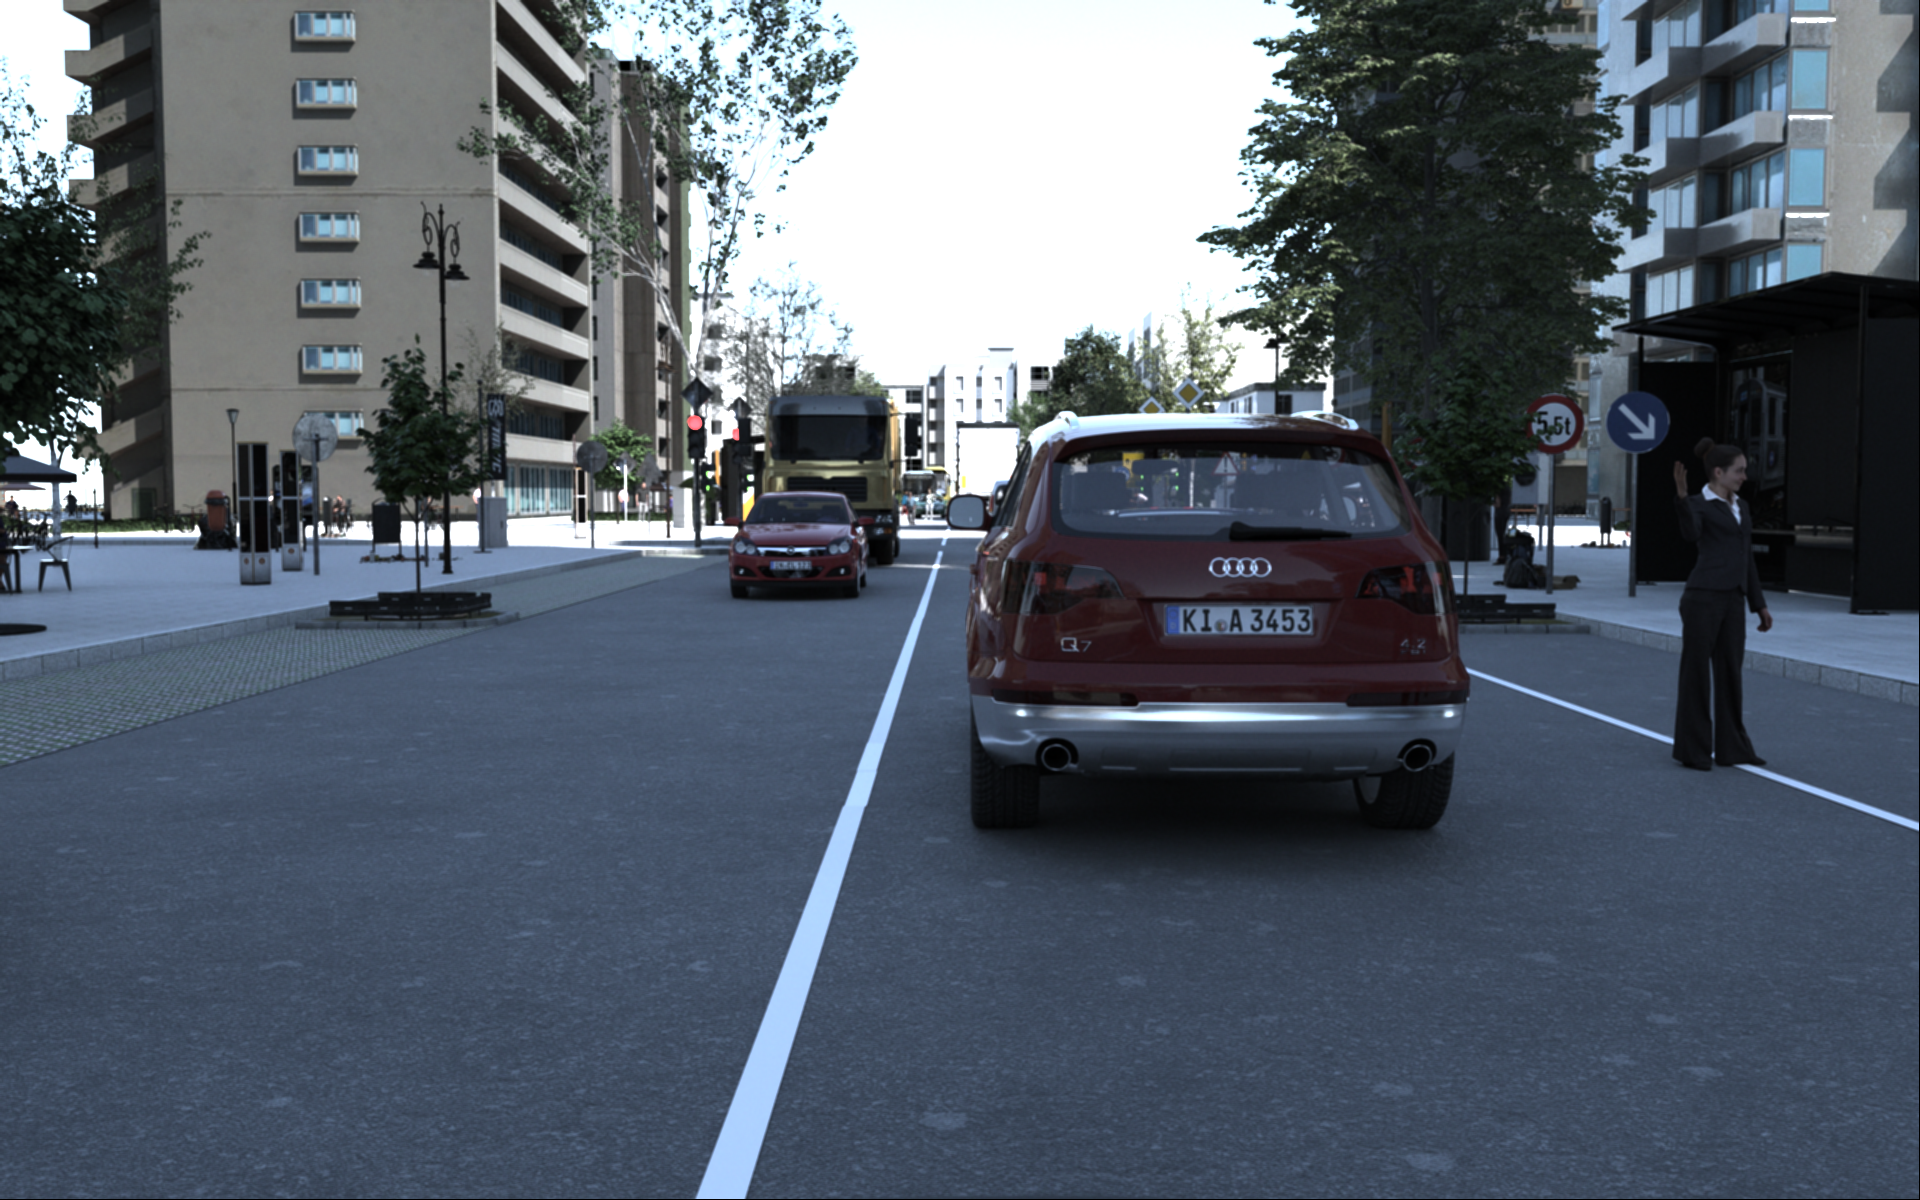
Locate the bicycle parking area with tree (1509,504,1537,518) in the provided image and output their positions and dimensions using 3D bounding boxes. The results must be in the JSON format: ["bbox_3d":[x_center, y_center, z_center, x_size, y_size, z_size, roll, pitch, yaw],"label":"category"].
[{"bbox_3d":[26.807,-6.683,96.277,9.016,4.147,8.231,0,4,-2],"label":"bicycle parking area with tree"}]

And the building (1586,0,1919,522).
[{"bbox_3d":[42.711,-27.643,71.572,30.456,49.044,23.786,0,3,0],"label":"building"}]

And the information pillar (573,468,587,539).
[{"bbox_3d":[-10.768,-2.728,49.087,0.304,2.012,0.304,-2,4,-31],"label":"information pillar"}]

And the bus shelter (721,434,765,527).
[{"bbox_3d":[-8.576,-4.899,71.379,1.731,3.624,6.357,0,4,0],"label":"bus shelter"}]

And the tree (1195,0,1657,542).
[{"bbox_3d":[7.943,-6.840,29.963,7.486,12.596,7.792,0,3,0],"label":"tree"}]

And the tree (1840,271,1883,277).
[{"bbox_3d":[29.789,-6.502,56.662,4.360,8.622,3.978,0,3,0],"label":"tree"}]

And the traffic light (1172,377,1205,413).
[{"bbox_3d":[5.449,-3.222,41.595,0.839,4.253,0.868,0,3,0],"label":"traffic light"}]

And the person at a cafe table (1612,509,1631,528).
[{"bbox_3d":[25.400,-3.305,64.899,1.698,1.238,1.726,-1,4,-17],"label":"person at a cafe table"}]

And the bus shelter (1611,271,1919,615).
[{"bbox_3d":[10.034,-1.843,21.416,1.731,3.624,6.357,0,3,0],"label":"bus shelter"}]

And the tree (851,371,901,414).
[{"bbox_3d":[-8.831,-14.777,159.738,7.486,12.596,7.792,0,3,0],"label":"tree"}]

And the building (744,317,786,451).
[{"bbox_3d":[-35.227,-19.283,181.736,31.486,18.905,16.747,0,3,0],"label":"building"}]

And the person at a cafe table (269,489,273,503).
[{"bbox_3d":[-31.577,-4.302,78.857,1.622,1.524,1.698,0,4,-1],"label":"person at a cafe table"}]

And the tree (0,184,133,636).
[{"bbox_3d":[-9.253,-1.963,15.811,4.285,4.588,4.351,0,3,0],"label":"tree"}]

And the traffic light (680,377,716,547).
[{"bbox_3d":[-6.292,-3.221,41.582,0.839,4.253,0.868,0,3,0],"label":"traffic light"}]

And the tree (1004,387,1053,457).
[{"bbox_3d":[8.245,-14.798,167.702,9.928,11.665,9.643,0,3,0],"label":"tree"}]

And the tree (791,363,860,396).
[{"bbox_3d":[-9.208,-11.280,118.834,7.601,10.594,8.767,-2,4,-25],"label":"tree"}]

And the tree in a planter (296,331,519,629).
[{"bbox_3d":[-6.008,-1.339,19.114,1.991,3.239,1.994,0,3,0],"label":"tree in a planter"}]

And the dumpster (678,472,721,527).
[{"bbox_3d":[-10.402,-4.071,69.059,1.502,2.255,1.985,0,3,0],"label":"dumpster"}]

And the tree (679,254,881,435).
[{"bbox_3d":[-9.181,-10.932,89.114,12.009,13.543,11.850,0,3,0],"label":"tree"}]

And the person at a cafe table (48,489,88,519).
[{"bbox_3d":[-46.412,-4.999,90.247,1.698,1.524,1.622,-3,4,-38],"label":"person at a cafe table"}]

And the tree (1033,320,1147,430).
[{"bbox_3d":[8.817,-12.051,114.043,9.611,12.733,9.660,0,3,0],"label":"tree"}]

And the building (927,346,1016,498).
[{"bbox_3d":[1.438,-22.747,228.332,11.380,20.091,16.016,0,3,0],"label":"building"}]

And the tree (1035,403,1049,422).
[{"bbox_3d":[7.660,-11.473,137.948,4.360,8.622,3.978,0,3,0],"label":"tree"}]

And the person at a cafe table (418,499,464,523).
[{"bbox_3d":[-23.414,-4.070,77.403,1.726,1.238,1.698,1,4,19],"label":"person at a cafe table"}]

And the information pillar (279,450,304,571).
[{"bbox_3d":[-11.149,-1.492,28.892,0.304,2.012,0.304,-1,4,-12],"label":"information pillar"}]

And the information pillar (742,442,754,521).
[{"bbox_3d":[-8.231,-4.634,67.124,0.504,3.616,0.183,-3,5,-44],"label":"information pillar"}]

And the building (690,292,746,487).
[{"bbox_3d":[-27.823,-18.559,159.855,16.016,20.091,11.380,0,3,0],"label":"building"}]

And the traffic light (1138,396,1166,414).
[{"bbox_3d":[5.450,-3.710,49.580,0.839,4.253,0.868,0,3,0],"label":"traffic light"}]

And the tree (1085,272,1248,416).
[{"bbox_3d":[7.479,-6.550,57.458,4.737,8.622,4.395,0,3,0],"label":"tree"}]

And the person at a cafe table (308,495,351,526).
[{"bbox_3d":[-25.586,-3.629,70.201,1.726,1.238,1.698,-3,5,-41],"label":"person at a cafe table"}]

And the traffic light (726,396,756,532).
[{"bbox_3d":[-6.291,-3.709,49.567,0.839,4.253,0.868,0,3,0],"label":"traffic light"}]

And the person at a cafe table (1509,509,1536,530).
[{"bbox_3d":[19.431,-3.132,62.062,1.726,1.238,1.698,0,4,-8],"label":"person at a cafe table"}]

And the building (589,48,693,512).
[{"bbox_3d":[-26.007,-21.063,116.081,14.160,30.474,14.107,0,3,0],"label":"building"}]

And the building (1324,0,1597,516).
[{"bbox_3d":[37.879,-25.716,112.343,32.217,40.220,23.993,0,3,0],"label":"building"}]

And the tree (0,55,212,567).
[{"bbox_3d":[-15.580,-4.880,30.158,4.737,8.622,4.395,0,3,0],"label":"tree"}]

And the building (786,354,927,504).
[{"bbox_3d":[-19.995,-22.067,227.259,31.486,18.905,16.747,0,3,0],"label":"building"}]

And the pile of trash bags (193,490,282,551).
[{"bbox_3d":[-16.893,-1.868,40.289,1.912,1.369,3.447,-1,4,-10],"label":"pile of trash bags"}]

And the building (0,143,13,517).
[{"bbox_3d":[-61.542,-13.864,71.713,28.899,21.520,27.650,0,3,0],"label":"building"}]

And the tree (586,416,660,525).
[{"bbox_3d":[-14.352,-5.461,72.993,4.285,4.588,4.351,0,3,0],"label":"tree"}]

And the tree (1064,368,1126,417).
[{"bbox_3d":[7.963,-9.111,99.321,4.360,8.622,3.978,0,3,0],"label":"tree"}]

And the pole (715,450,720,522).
[{"bbox_3d":[-11.278,-5.292,80.372,0.158,3.312,0.155,0,3,0],"label":"pole"}]

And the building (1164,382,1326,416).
[{"bbox_3d":[22.959,-12.363,144.275,9.099,9.664,28.070,0,3,0],"label":"building"}]

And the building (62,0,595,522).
[{"bbox_3d":[-31.959,-28.464,89.083,21.300,48.544,21.600,0,3,0],"label":"building"}]

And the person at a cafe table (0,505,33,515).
[{"bbox_3d":[-45.457,-4.376,82.405,1.726,1.238,1.698,1,4,17],"label":"person at a cafe table"}]

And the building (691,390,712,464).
[{"bbox_3d":[-24.602,-12.131,140.486,9.099,9.664,28.070,0,3,0],"label":"building"}]

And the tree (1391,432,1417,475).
[{"bbox_3d":[21.460,-5.999,81.798,4.285,4.588,4.351,0,3,0],"label":"tree"}]

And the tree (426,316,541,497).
[{"bbox_3d":[-19.359,-7.359,70.683,4.360,8.622,3.978,0,3,0],"label":"tree"}]

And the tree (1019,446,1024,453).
[{"bbox_3d":[8.190,-14.422,186.159,4.360,8.622,3.978,0,3,0],"label":"tree"}]

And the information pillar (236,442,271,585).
[{"bbox_3d":[-9.977,-1.222,24.478,0.304,2.012,0.304,2,4,30],"label":"information pillar"}]

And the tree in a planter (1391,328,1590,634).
[{"bbox_3d":[5.477,-1.311,18.661,1.991,3.239,1.994,0,3,0],"label":"tree in a planter"}]

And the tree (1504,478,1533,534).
[{"bbox_3d":[17.917,-3.712,55.298,1.663,3.219,1.824,0,3,0],"label":"tree"}]

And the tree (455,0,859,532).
[{"bbox_3d":[-10.104,-12.444,59.345,12.611,20.169,13.585,0,3,0],"label":"tree"}]

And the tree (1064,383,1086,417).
[{"bbox_3d":[7.755,-8.494,89.240,4.737,8.622,4.395,0,3,0],"label":"tree"}]

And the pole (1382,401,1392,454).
[{"bbox_3d":[9.408,-2.715,38.241,0.158,3.312,0.155,0,3,0],"label":"pole"}]

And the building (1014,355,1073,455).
[{"bbox_3d":[23.002,-22.113,227.999,31.486,18.905,16.747,0,3,0],"label":"building"}]

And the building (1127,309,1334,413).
[{"bbox_3d":[26.695,-18.837,174.435,16.747,18.905,31.486,0,3,0],"label":"building"}]
